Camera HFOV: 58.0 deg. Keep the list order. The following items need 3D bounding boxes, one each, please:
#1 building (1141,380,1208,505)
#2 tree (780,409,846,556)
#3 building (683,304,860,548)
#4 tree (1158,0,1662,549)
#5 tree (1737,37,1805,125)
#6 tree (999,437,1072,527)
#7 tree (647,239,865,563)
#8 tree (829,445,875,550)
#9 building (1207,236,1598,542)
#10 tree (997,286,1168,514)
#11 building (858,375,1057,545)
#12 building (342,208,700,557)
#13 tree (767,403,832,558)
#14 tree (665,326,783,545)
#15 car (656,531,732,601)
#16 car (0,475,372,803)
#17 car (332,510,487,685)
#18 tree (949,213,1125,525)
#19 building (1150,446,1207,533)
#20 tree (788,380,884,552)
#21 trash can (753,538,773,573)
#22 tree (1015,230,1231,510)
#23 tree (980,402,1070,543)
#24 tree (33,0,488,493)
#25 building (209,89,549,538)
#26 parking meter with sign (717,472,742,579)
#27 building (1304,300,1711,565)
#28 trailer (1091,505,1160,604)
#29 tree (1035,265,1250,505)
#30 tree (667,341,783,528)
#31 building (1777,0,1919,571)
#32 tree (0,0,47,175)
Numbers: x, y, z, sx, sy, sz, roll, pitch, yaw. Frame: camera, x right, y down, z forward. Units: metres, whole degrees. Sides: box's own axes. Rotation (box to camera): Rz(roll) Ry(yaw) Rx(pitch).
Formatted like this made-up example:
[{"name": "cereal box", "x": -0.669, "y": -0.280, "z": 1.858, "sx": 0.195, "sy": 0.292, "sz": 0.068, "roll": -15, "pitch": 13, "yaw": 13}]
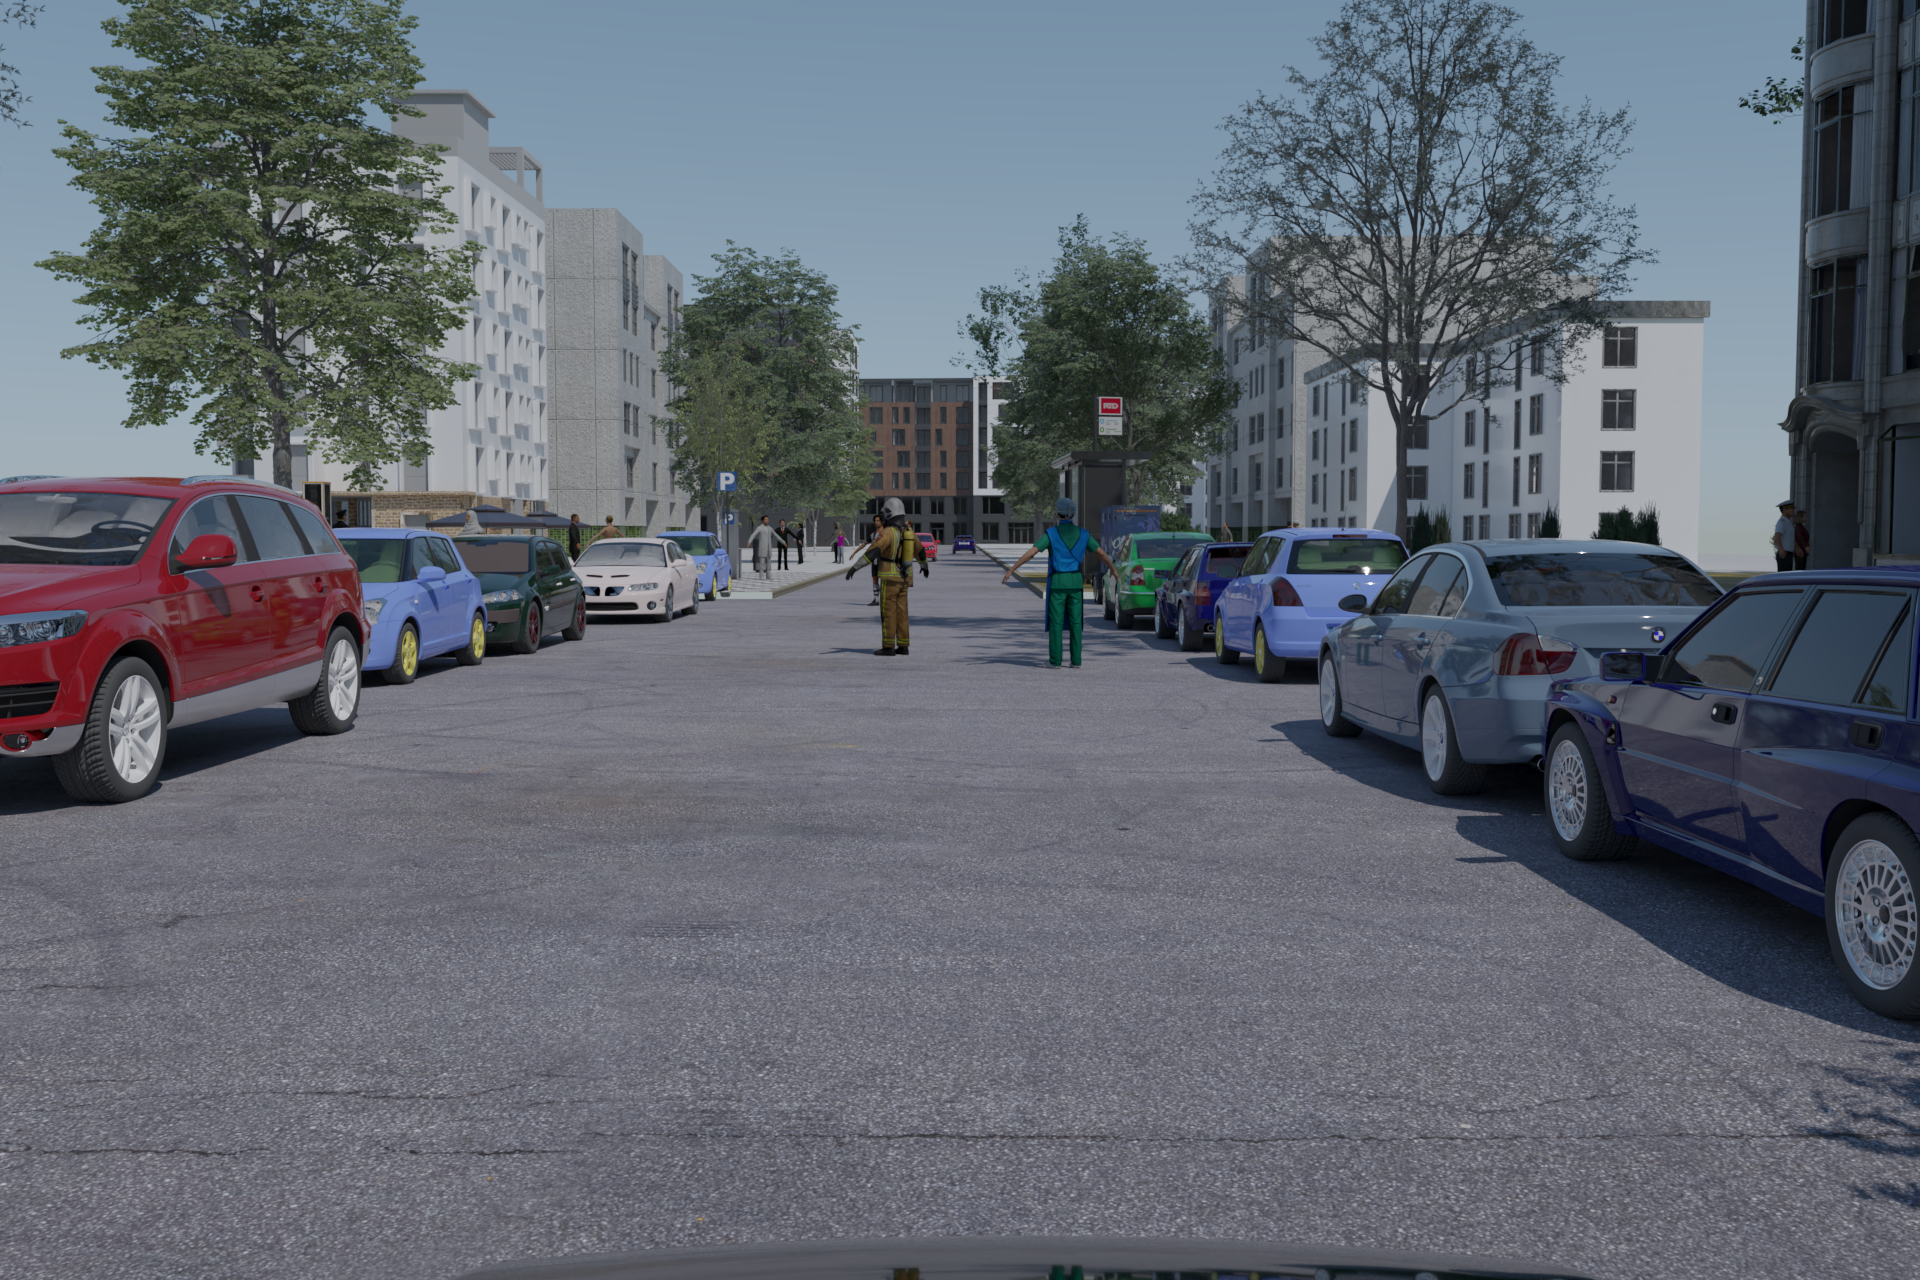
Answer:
[{"name": "building", "x": 24.168, "y": -21.548, "z": 208.728, "sx": 16.016, "sy": 20.090, "sz": 11.380, "roll": 0, "pitch": 3, "yaw": 0}, {"name": "tree", "x": -8.600, "y": -9.271, "z": 101.943, "sx": 4.737, "sy": 8.622, "sz": 4.395, "roll": 0, "pitch": 3, "yaw": 0}, {"name": "building", "x": -24.896, "y": -19.973, "z": 170.538, "sx": 27.936, "sy": 21.610, "sz": 32.646, "roll": 0, "pitch": 4, "yaw": 1}, {"name": "tree", "x": 9.409, "y": -7.713, "z": 36.471, "sx": 12.009, "sy": 13.543, "sz": 11.850, "roll": 0, "pitch": 3, "yaw": 0}, {"name": "tree", "x": 27.841, "y": -11.732, "z": 47.710, "sx": 12.611, "sy": 20.169, "sz": 13.585, "roll": 0, "pitch": 3, "yaw": 0}, {"name": "tree", "x": 6.877, "y": -11.717, "z": 125.979, "sx": 8.767, "sy": 10.594, "sz": 7.601, "roll": -1, "pitch": 4, "yaw": -23}, {"name": "tree", "x": -8.806, "y": -10.379, "z": 76.351, "sx": 9.857, "sy": 13.997, "sz": 8.962, "roll": 0, "pitch": 3, "yaw": 0}, {"name": "tree", "x": -8.436, "y": -11.507, "z": 138.499, "sx": 4.360, "sy": 8.622, "sz": 3.978, "roll": 0, "pitch": 3, "yaw": 0}, {"name": "building", "x": 26.676, "y": -14.982, "z": 111.413, "sx": 16.747, "sy": 18.905, "sz": 31.486, "roll": 0, "pitch": 4, "yaw": 0}, {"name": "tree", "x": 6.444, "y": -10.991, "z": 86.366, "sx": 9.857, "sy": 13.997, "sz": 8.962, "roll": 0, "pitch": 3, "yaw": 0}, {"name": "building", "x": 0.616, "y": -23.789, "z": 235.378, "sx": 32.646, "sy": 21.610, "sz": 27.936, "roll": 0, "pitch": 4, "yaw": 5}, {"name": "building", "x": -27.148, "y": -14.895, "z": 109.992, "sx": 16.747, "sy": 18.905, "sz": 31.486, "roll": 0, "pitch": 4, "yaw": -1}, {"name": "tree", "x": -8.219, "y": -8.794, "z": 94.146, "sx": 4.360, "sy": 8.622, "sz": 3.978, "roll": 0, "pitch": 3, "yaw": 0}, {"name": "tree", "x": -8.608, "y": -6.803, "z": 61.595, "sx": 4.360, "sy": 8.622, "sz": 3.978, "roll": 0, "pitch": 3, "yaw": 0}, {"name": "car", "x": -6.065, "y": -1.746, "z": 38.138, "sx": 1.945, "sy": 1.707, "sz": 3.694, "roll": 0, "pitch": 3, "yaw": 0}, {"name": "car", "x": -5.419, "y": -0.137, "z": 10.916, "sx": 2.281, "sy": 1.827, "sz": 5.304, "roll": 0, "pitch": 3, "yaw": 0}, {"name": "car", "x": -6.077, "y": -0.490, "z": 17.609, "sx": 1.945, "sy": 1.707, "sz": 3.694, "roll": 0, "pitch": 3, "yaw": 0}, {"name": "tree", "x": 5.711, "y": -15.222, "z": 104.762, "sx": 12.611, "sy": 20.169, "sz": 13.585, "roll": 0, "pitch": 3, "yaw": 0}, {"name": "building", "x": 24.214, "y": -13.789, "z": 167.598, "sx": 9.099, "sy": 9.664, "sz": 28.070, "roll": 0, "pitch": 4, "yaw": 0}, {"name": "tree", "x": -9.212, "y": -12.624, "z": 124.528, "sx": 7.486, "sy": 12.596, "sz": 7.792, "roll": 0, "pitch": 3, "yaw": 0}, {"name": "trash can", "x": -6.590, "y": -2.813, "z": 57.639, "sx": 0.748, "sy": 1.137, "sz": 0.748, "roll": 0, "pitch": 3, "yaw": 0}, {"name": "tree", "x": 7.059, "y": -10.176, "z": 73.036, "sx": 9.857, "sy": 13.997, "sz": 8.962, "roll": 0, "pitch": 3, "yaw": 0}, {"name": "tree", "x": 6.536, "y": -14.537, "z": 144.329, "sx": 9.857, "sy": 13.997, "sz": 8.962, "roll": 0, "pitch": 3, "yaw": 0}, {"name": "tree", "x": -12.659, "y": -6.915, "z": 31.182, "sx": 7.486, "sy": 12.596, "sz": 7.792, "roll": 0, "pitch": 3, "yaw": 0}, {"name": "building", "x": -25.914, "y": -13.379, "z": 75.173, "sx": 16.016, "sy": 20.090, "sz": 11.380, "roll": 0, "pitch": 4, "yaw": 0}, {"name": "parking meter with sign", "x": -6.510, "y": -3.241, "z": 49.249, "sx": 0.543, "sy": 3.016, "sz": 1.738, "roll": 0, "pitch": 4, "yaw": -1}, {"name": "building", "x": 22.401, "y": -8.212, "z": 76.411, "sx": 9.099, "sy": 9.664, "sz": 28.070, "roll": 0, "pitch": 4, "yaw": 0}, {"name": "trailer", "x": 3.502, "y": -1.798, "z": 36.445, "sx": 1.471, "sy": 1.999, "sz": 3.904, "roll": 0, "pitch": 3, "yaw": 0}, {"name": "tree", "x": 6.324, "y": -7.641, "z": 59.336, "sx": 8.767, "sy": 10.594, "sz": 7.601, "roll": 3, "pitch": 5, "yaw": 43}, {"name": "tree", "x": -9.101, "y": -7.135, "z": 67.025, "sx": 4.737, "sy": 8.622, "sz": 4.395, "roll": 0, "pitch": 3, "yaw": 0}, {"name": "building", "x": 25.451, "y": -12.596, "z": 22.591, "sx": 14.369, "sy": 24.946, "sz": 33.146, "roll": 0, "pitch": 4, "yaw": 0}, {"name": "tree", "x": -11.751, "y": -6.281, "z": 13.064, "sx": 12.009, "sy": 13.543, "sz": 11.850, "roll": 0, "pitch": 3, "yaw": 0}]
